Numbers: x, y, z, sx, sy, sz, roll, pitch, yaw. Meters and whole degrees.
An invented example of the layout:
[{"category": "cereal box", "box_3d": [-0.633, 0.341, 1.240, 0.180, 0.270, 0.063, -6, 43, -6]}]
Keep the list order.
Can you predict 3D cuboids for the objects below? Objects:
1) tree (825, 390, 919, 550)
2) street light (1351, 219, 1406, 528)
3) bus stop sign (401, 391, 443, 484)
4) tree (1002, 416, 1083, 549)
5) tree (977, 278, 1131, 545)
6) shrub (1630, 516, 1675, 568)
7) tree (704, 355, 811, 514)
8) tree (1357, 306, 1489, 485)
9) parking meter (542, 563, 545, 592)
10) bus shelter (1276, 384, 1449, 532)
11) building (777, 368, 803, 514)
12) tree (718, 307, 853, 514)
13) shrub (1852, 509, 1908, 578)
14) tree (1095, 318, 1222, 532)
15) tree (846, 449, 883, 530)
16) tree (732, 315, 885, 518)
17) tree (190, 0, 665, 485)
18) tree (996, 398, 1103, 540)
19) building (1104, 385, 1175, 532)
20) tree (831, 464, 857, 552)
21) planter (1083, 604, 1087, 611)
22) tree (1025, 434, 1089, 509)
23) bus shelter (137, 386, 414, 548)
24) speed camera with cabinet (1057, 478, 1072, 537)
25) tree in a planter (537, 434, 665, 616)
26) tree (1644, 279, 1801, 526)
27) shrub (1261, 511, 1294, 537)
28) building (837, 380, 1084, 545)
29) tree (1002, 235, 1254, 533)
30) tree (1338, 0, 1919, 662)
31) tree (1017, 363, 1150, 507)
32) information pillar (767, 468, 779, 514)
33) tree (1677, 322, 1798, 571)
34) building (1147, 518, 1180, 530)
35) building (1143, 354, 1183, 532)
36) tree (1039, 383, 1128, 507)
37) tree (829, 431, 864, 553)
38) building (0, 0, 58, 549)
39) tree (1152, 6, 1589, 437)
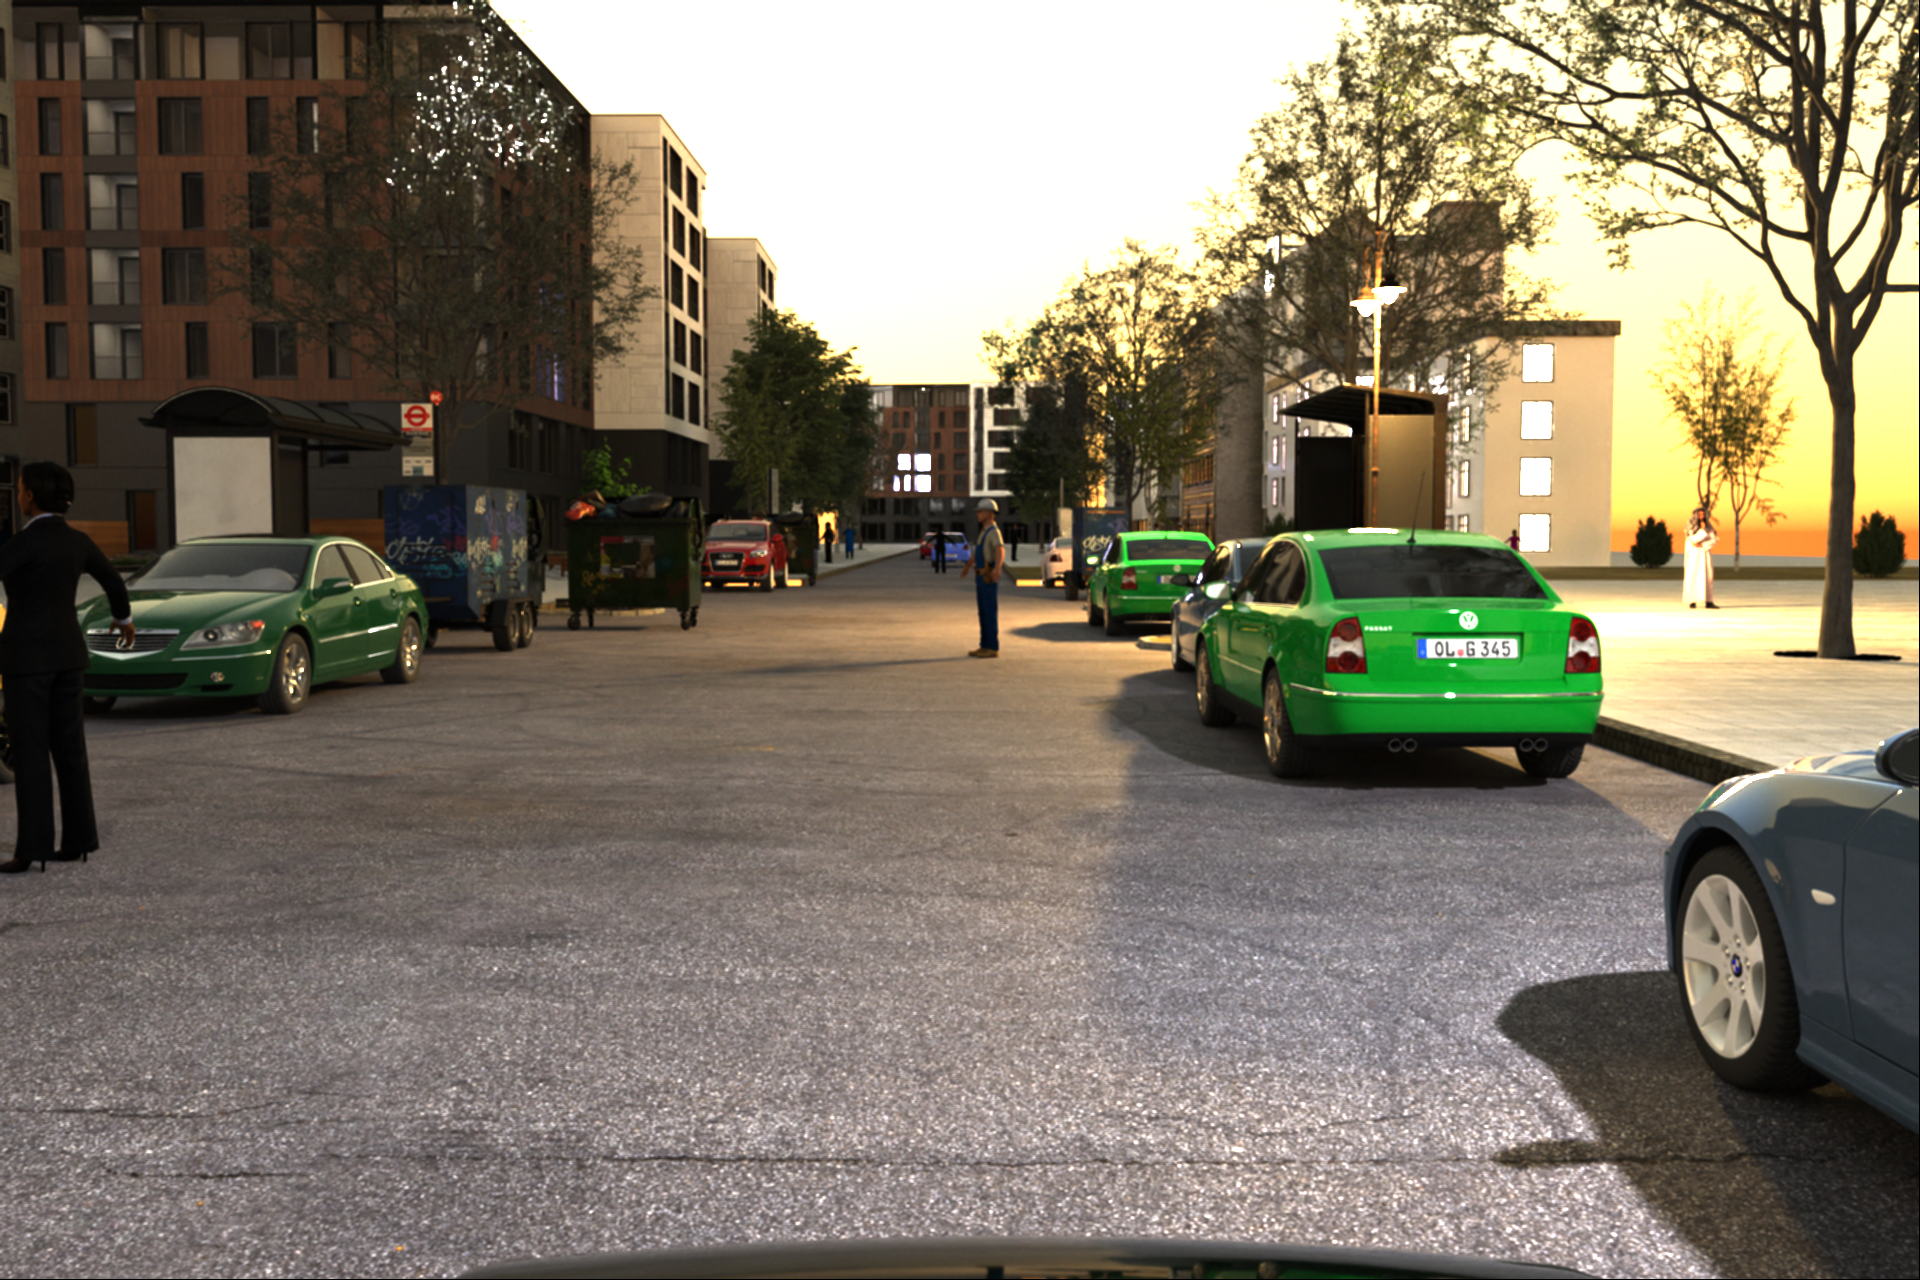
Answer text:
[{"category": "tree", "box_3d": [-8.295, -14.213, 142.749, 12.009, 13.543, 11.850, 0, 3, 0]}, {"category": "street light", "box_3d": [6.214, -3.247, 25.880, 0.468, 5.910, 1.993, 0, 4, 0]}, {"category": "bus stop sign", "box_3d": [-9.957, -2.667, 32.305, 0.855, 3.939, 0.416, 0, 4, 0]}, {"category": "tree", "box_3d": [7.163, -13.962, 146.402, 7.486, 12.596, 7.792, 0, 3, 0]}, {"category": "tree", "box_3d": [7.210, -16.766, 130.018, 12.611, 20.169, 13.585, 0, 3, 0]}, {"category": "shrub", "box_3d": [25.942, -3.702, 64.942, 1.690, 2.028, 1.600, 0, 3, 0]}, {"category": "tree", "box_3d": [-8.497, -7.457, 72.281, 4.737, 8.622, 4.395, 0, 3, 0]}, {"category": "tree", "box_3d": [14.095, -6.409, 55.143, 4.360, 8.622, 3.978, 0, 3, 0]}, {"category": "parking meter", "box_3d": [-9.413, -1.838, 38.460, 0.372, 1.533, 0.369, 0, 3, 0]}, {"category": "bus shelter", "box_3d": [6.873, -2.378, 30.171, 1.731, 3.624, 6.357, 0, 4, 1]}, {"category": "building", "box_3d": [-23.208, -20.213, 186.907, 16.016, 20.090, 11.380, 0, 4, 0]}, {"category": "tree", "box_3d": [-8.827, -10.330, 87.024, 7.486, 12.596, 7.792, 0, 3, 0]}, {"category": "shrub", "box_3d": [26.989, -2.845, 50.936, 1.690, 2.028, 1.600, 0, 3, 0]}, {"category": "tree", "box_3d": [6.828, -6.698, 59.868, 4.737, 8.622, 4.395, 0, 3, 0]}, {"category": "tree", "box_3d": [-8.549, -11.093, 131.728, 4.360, 8.622, 3.978, 0, 3, 0]}, {"category": "tree", "box_3d": [-8.855, -11.851, 100.418, 9.857, 13.997, 8.962, 0, 3, 0]}, {"category": "tree", "box_3d": [-11.668, -7.866, 38.978, 12.009, 13.543, 11.850, 0, 3, 0]}, {"category": "tree", "box_3d": [5.976, -10.981, 113.952, 7.601, 10.594, 8.767, 1, 4, 15]}, {"category": "building", "box_3d": [23.240, -22.013, 216.326, 16.016, 20.090, 11.380, 0, 4, 1]}, {"category": "tree", "box_3d": [-8.706, -10.629, 124.152, 4.360, 8.622, 3.978, 0, 3, 0]}, {"category": "planter", "box_3d": [3.363, -0.721, 32.920, 1.991, 0.319, 1.994, 0, 3, 0]}, {"category": "tree", "box_3d": [6.336, -9.471, 105.215, 4.737, 8.622, 4.395, 0, 3, 0]}, {"category": "bus shelter", "box_3d": [-10.226, -1.993, 26.504, 2.014, 3.302, 5.546, 0, 4, 0]}, {"category": "speed camera with cabinet", "box_3d": [3.776, -4.050, 60.549, 0.660, 3.252, 2.038, 0, 4, 1]}, {"category": "tree in a planter", "box_3d": [-6.405, -2.076, 31.168, 1.991, 3.239, 1.994, 0, 4, 1]}, {"category": "tree", "box_3d": [21.807, -6.157, 51.031, 4.360, 8.622, 3.978, 0, 3, 0]}, {"category": "shrub", "box_3d": [10.405, -3.162, 56.120, 1.690, 2.028, 1.600, 0, 3, 0]}, {"category": "building", "box_3d": [0.733, -24.299, 243.726, 32.646, 21.610, 27.936, 0, 4, 7]}, {"category": "tree", "box_3d": [6.980, -9.793, 70.483, 12.009, 13.543, 11.850, 0, 3, 0]}, {"category": "tree", "box_3d": [8.994, -6.546, 17.393, 12.009, 13.543, 11.850, 0, 3, 0]}, {"category": "tree", "box_3d": [6.624, -9.748, 93.798, 7.601, 10.594, 8.767, -1, 4, -10]}, {"category": "information pillar", "box_3d": [-6.738, -4.354, 62.501, 0.184, 3.620, 1.656, 0, 4, 2]}, {"category": "tree", "box_3d": [26.992, -6.694, 59.810, 4.360, 8.622, 3.978, 0, 3, 0]}, {"category": "building", "box_3d": [26.697, -20.925, 198.546, 16.016, 20.090, 11.380, 0, 3, 0]}, {"category": "building", "box_3d": [24.470, -19.914, 182.005, 16.016, 20.090, 11.380, 0, 4, 1]}, {"category": "tree", "box_3d": [6.363, -7.953, 80.399, 4.360, 8.622, 3.978, 0, 3, 0]}, {"category": "tree", "box_3d": [-8.203, -10.097, 115.452, 4.737, 8.622, 4.395, 0, 3, 0]}, {"category": "building", "box_3d": [-32.345, -13.511, 39.316, 11.959, 24.771, 22.079, 0, 4, 1]}, {"category": "tree", "box_3d": [9.385, -7.948, 40.322, 12.009, 13.543, 11.850, 0, 3, 0]}]
